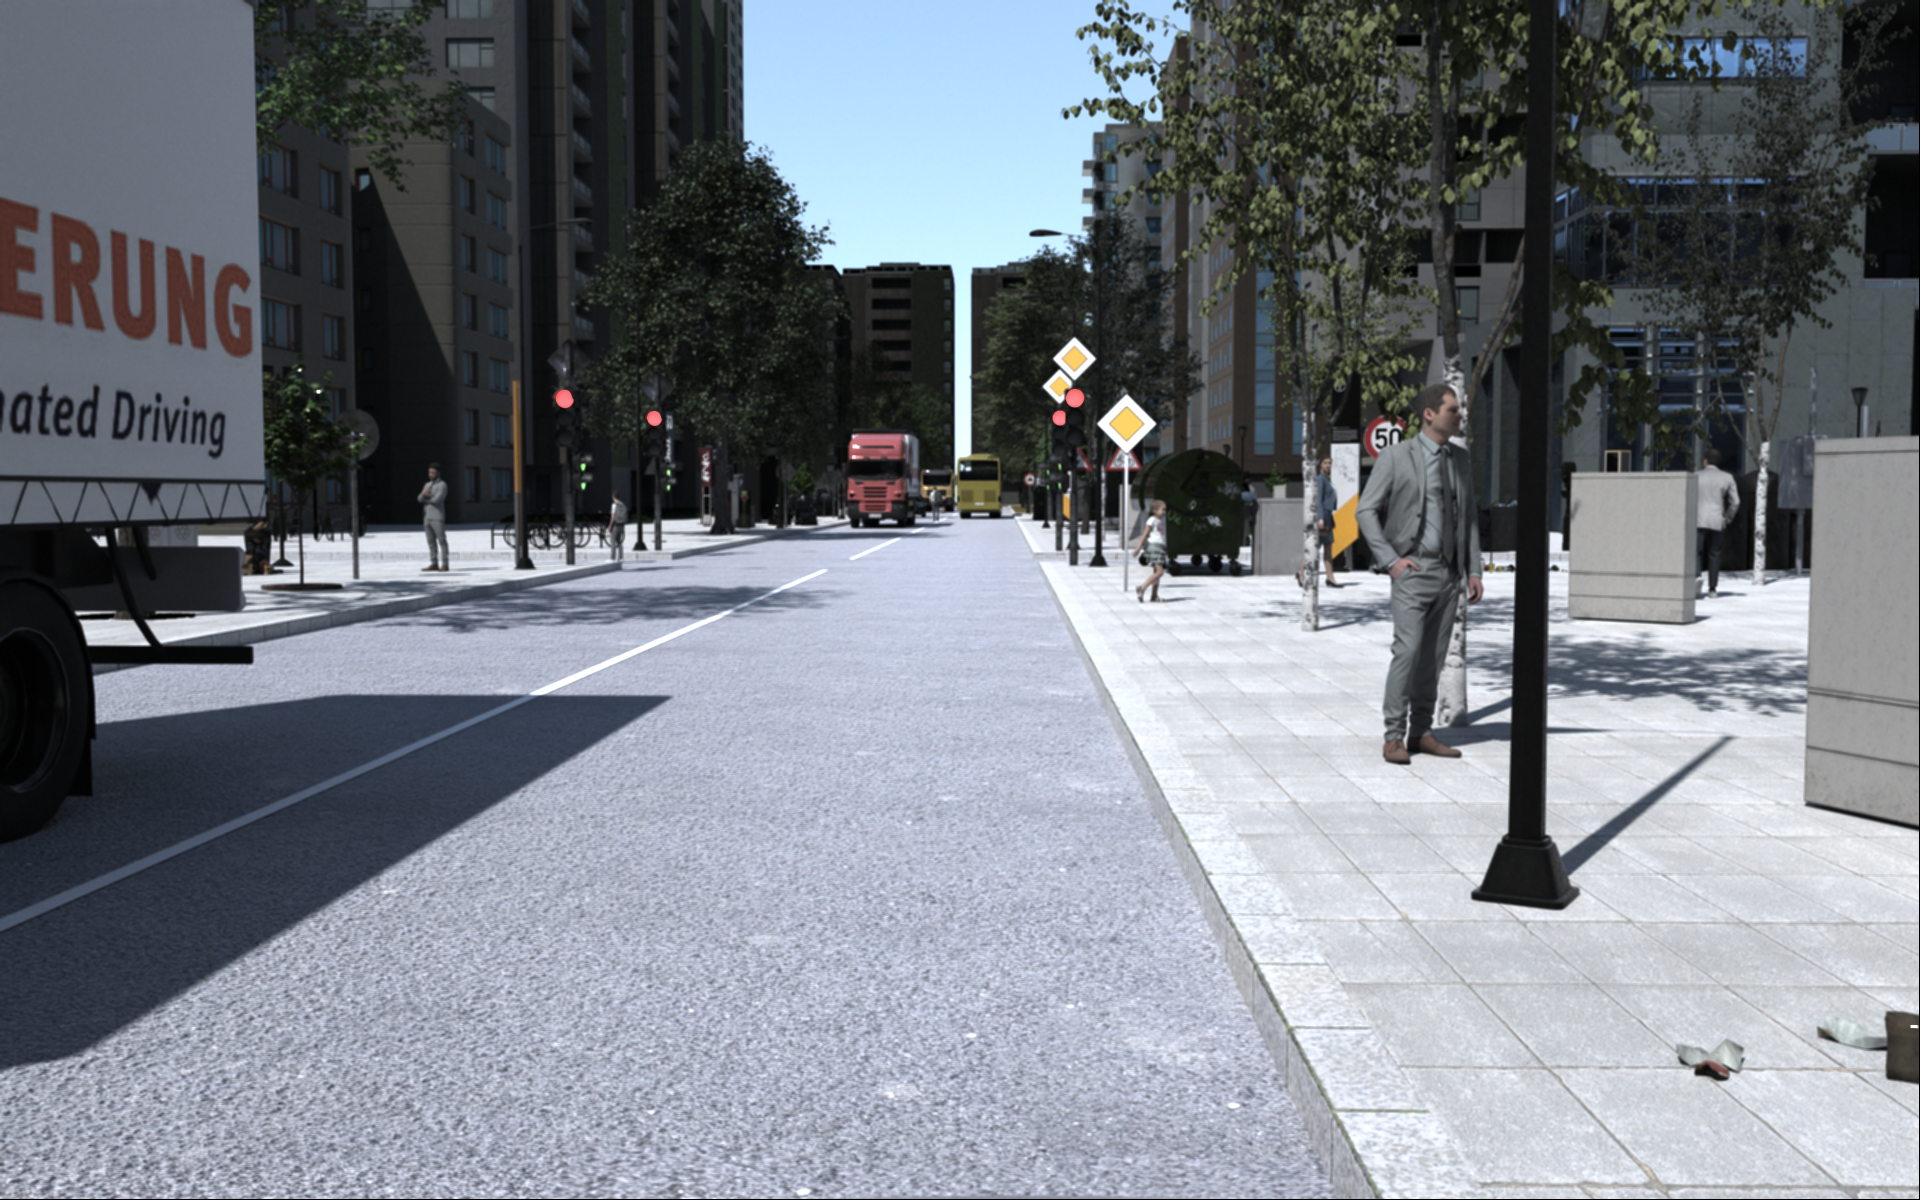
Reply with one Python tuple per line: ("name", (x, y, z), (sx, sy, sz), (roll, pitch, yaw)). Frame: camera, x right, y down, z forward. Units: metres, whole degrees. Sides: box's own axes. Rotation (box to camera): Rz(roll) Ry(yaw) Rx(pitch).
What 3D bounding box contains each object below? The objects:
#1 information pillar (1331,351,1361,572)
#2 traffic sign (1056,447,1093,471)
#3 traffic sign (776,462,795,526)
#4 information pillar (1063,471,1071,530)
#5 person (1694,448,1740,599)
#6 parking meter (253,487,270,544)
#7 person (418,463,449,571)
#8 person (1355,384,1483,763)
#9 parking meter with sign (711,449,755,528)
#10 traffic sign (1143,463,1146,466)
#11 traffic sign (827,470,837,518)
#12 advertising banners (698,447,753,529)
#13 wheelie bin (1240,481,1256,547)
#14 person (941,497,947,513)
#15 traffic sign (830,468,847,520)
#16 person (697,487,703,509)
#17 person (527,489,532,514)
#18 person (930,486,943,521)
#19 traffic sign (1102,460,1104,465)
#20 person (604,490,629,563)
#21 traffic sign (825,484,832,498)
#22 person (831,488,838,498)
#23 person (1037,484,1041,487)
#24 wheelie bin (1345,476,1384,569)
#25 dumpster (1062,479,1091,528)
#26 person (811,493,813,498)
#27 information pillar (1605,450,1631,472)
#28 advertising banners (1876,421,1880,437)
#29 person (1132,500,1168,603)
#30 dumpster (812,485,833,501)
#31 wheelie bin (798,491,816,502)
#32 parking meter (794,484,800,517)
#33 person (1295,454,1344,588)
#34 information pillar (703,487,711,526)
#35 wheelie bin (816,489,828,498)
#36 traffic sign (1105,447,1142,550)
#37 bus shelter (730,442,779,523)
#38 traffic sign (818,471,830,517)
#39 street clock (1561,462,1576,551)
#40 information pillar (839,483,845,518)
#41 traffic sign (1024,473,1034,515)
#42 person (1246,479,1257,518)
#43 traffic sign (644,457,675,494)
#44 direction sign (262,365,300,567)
("information pillar", (6.305, -2.265, 28.391), (0.504, 3.616, 0.183), (2, 4, 31))
("traffic sign", (2.586, -2.420, 39.566), (0.884, 2.594, 0.081), (0, 4, 6))
("traffic sign", (-6.968, -4.215, 69.024), (0.768, 2.556, 0.104), (0, 4, 7))
("information pillar", (3.981, -4.355, 62.558), (0.504, 3.616, 0.183), (2, 4, 24))
("person", (9.187, -0.938, 21.218), (0.661, 1.843, 0.795), (1, 4, 20))
("parking meter", (-16.715, -2.020, 41.437), (0.372, 1.533, 0.369), (0, 3, 0))
("person", (-8.760, -1.378, 28.746), (0.511, 1.800, 0.466), (1, 4, 20))
("person", (2.262, -0.141, 8.455), (0.635, 1.810, 0.391), (-2, 4, -31))
("parking meter with sign", (-8.686, -4.293, 66.447), (1.738, 3.016, 0.543), (2, 4, 24))
("traffic sign", (7.262, -4.244, 69.497), (0.768, 2.556, 0.104), (0, 4, 6))
("traffic sign", (-6.770, -5.664, 92.720), (0.768, 2.556, 0.104), (0, 4, 8))
("advertising banners", (-8.701, -4.165, 64.278), (2.074, 3.025, 0.090), (0, 4, 7))
("wheelie bin", (6.746, -2.102, 42.283), (0.980, 1.594, 0.693), (2, 4, 27))
("person", (-1.368, -7.193, 129.301), (0.628, 1.438, 0.799), (2, 4, 27))
("traffic sign", (-6.007, -5.228, 85.484), (0.884, 2.594, 0.081), (0, 4, 5))
("person", (-15.382, -5.937, 103.539), (0.534, 1.772, 0.576), (2, 4, 35))
("person", (-21.809, -4.940, 86.939), (0.853, 1.813, 0.709), (-2, 4, -23))
("person", (-1.240, -5.015, 90.598), (0.679, 1.850, 0.850), (0, 4, -6))
("traffic sign", (5.385, -3.878, 63.512), (0.768, 2.556, 0.104), (1, 4, 9))
("person", (-7.139, -1.521, 35.966), (0.523, 1.515, 0.503), (0, 4, -7))
("traffic sign", (-8.028, -6.491, 106.234), (0.768, 2.556, 0.104), (1, 4, 9))
("person", (-10.345, -8.140, 139.860), (1.217, 1.736, 0.721), (2, 4, 30))
("person", (4.289, -5.291, 92.751), (0.583, 1.804, 0.606), (0, 4, 3))
("wheelie bin", (6.949, -1.335, 29.734), (0.693, 1.594, 0.980), (0, 4, -4))
("dumpster", (4.361, -3.692, 66.129), (1.264, 1.857, 1.865), (0, 4, 1))
("person", (-10.989, -7.554, 129.528), (1.348, 1.826, 0.705), (0, 4, -5))
("information pillar", (11.059, -1.509, 29.169), (0.304, 2.012, 0.304), (-2, 4, -34))
("advertising banners", (21.807, -2.741, 41.004), (0.090, 3.025, 2.074), (1, 4, 21))
("person", (2.293, -0.582, 20.579), (0.382, 1.210, 0.505), (2, 4, 27))
("dumpster", (-9.031, -6.584, 113.411), (1.264, 1.857, 1.865), (0, 4, 1))
("wheelie bin", (-7.688, -4.773, 85.946), (0.693, 1.594, 0.980), (-1, 4, -10))
("parking meter", (-8.945, -5.506, 95.728), (0.255, 1.863, 0.399), (3, 5, 41))
("person", (4.951, -1.083, 23.776), (0.654, 1.822, 0.581), (3, 5, 41))
("information pillar", (-10.061, -3.938, 68.880), (0.304, 2.012, 0.304), (0, 4, -4))
("wheelie bin", (-8.503, -6.061, 106.999), (0.980, 1.594, 0.693), (2, 4, 29))
("traffic sign", (3.741, -2.419, 39.561), (0.884, 2.594, 0.081), (0, 4, 3))
("bus shelter", (-9.165, -5.371, 79.098), (1.731, 3.624, 6.357), (0, 4, 2))
("traffic sign", (-7.526, -5.877, 96.092), (0.884, 2.594, 0.081), (1, 4, 11))
("street clock", (13.745, -2.114, 39.142), (0.358, 2.002, 0.471), (0, 4, 8))
("information pillar", (-6.378, -5.447, 93.551), (0.304, 2.012, 0.304), (0, 4, 3))
("traffic sign", (4.308, -6.492, 106.248), (0.768, 2.556, 0.104), (1, 4, 10))
("person", (10.645, -3.517, 63.390), (0.661, 1.843, 0.795), (-3, 5, -44))
("traffic sign", (-8.172, -2.879, 47.082), (0.884, 2.594, 0.081), (1, 4, 11))
("direction sign", (-12.050, -2.367, 30.695), (0.379, 3.537, 0.876), (3, 4, 38))
